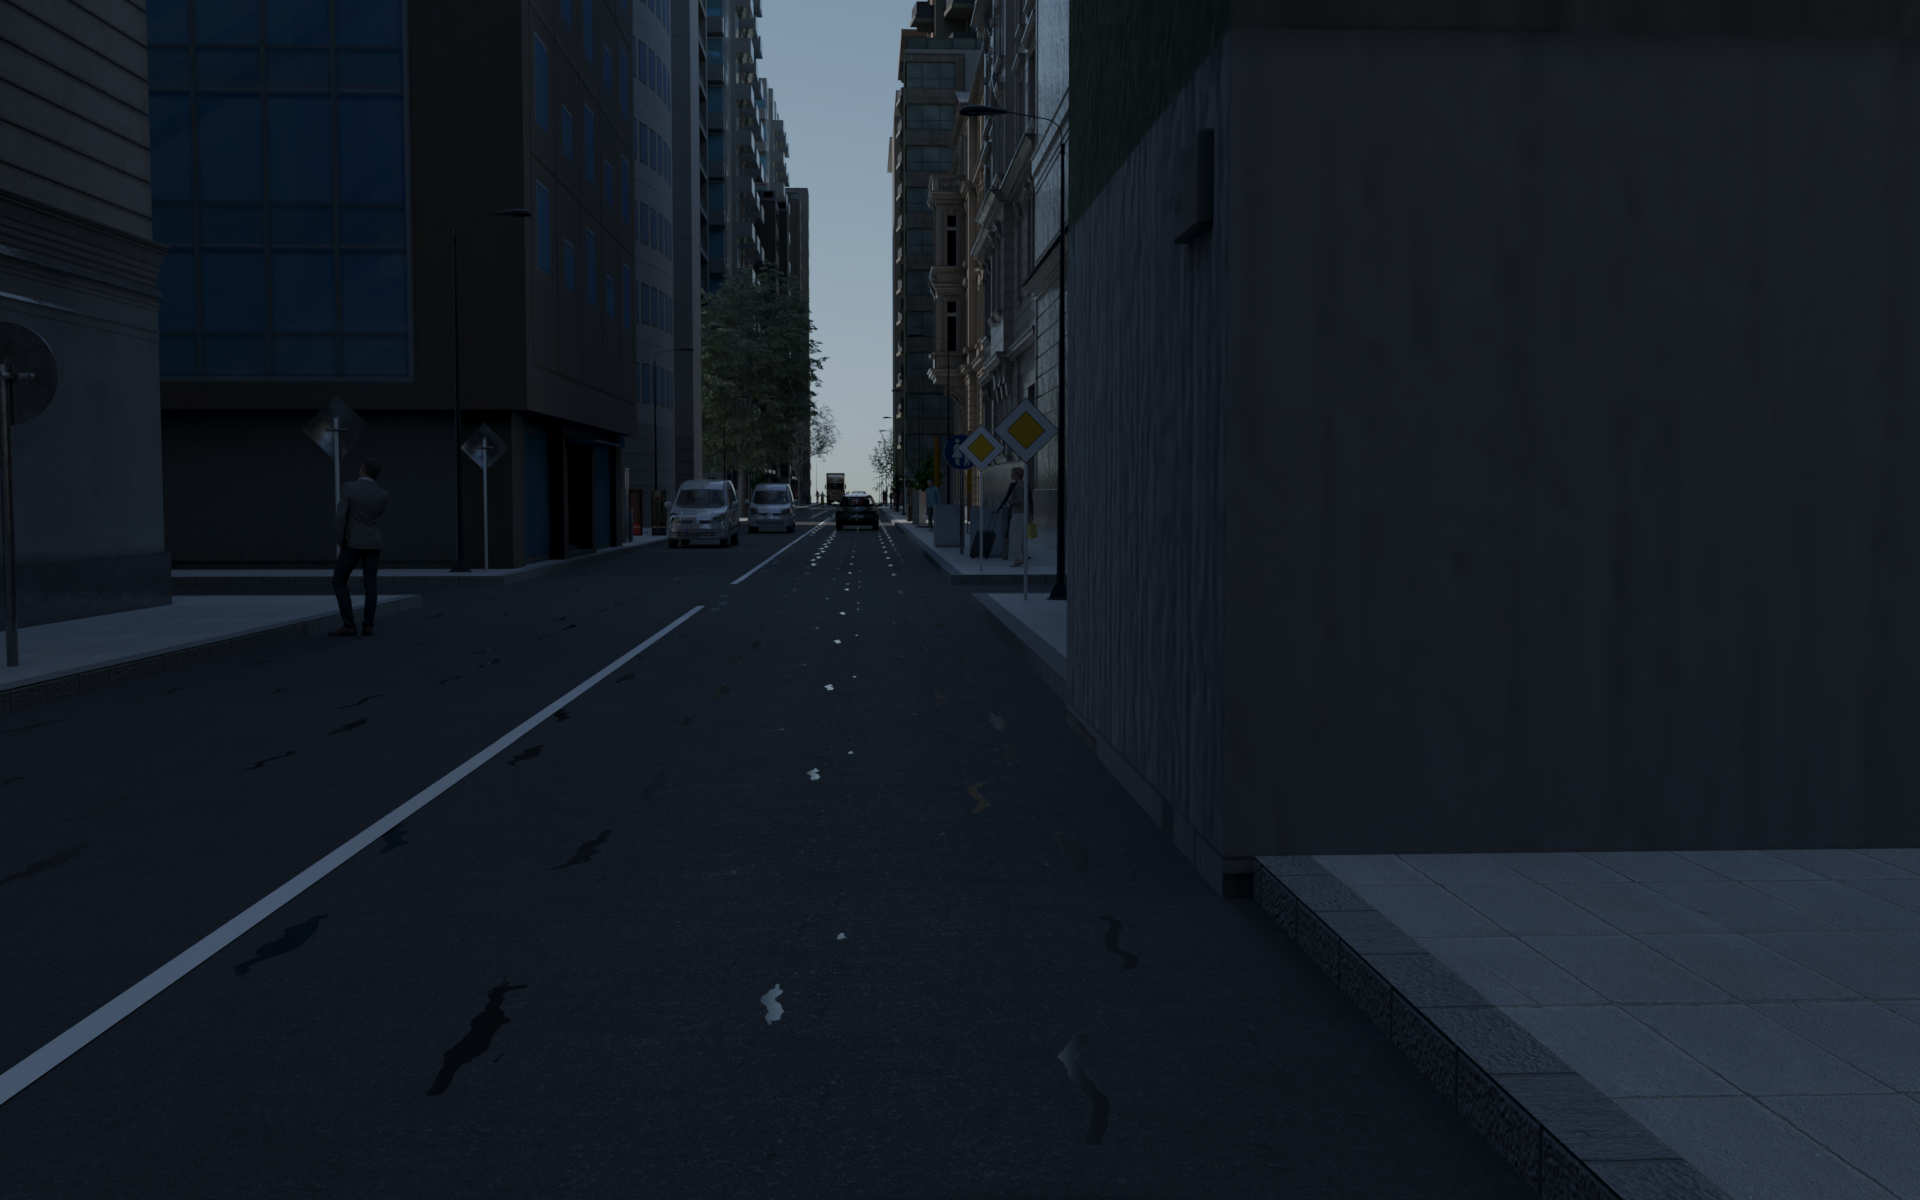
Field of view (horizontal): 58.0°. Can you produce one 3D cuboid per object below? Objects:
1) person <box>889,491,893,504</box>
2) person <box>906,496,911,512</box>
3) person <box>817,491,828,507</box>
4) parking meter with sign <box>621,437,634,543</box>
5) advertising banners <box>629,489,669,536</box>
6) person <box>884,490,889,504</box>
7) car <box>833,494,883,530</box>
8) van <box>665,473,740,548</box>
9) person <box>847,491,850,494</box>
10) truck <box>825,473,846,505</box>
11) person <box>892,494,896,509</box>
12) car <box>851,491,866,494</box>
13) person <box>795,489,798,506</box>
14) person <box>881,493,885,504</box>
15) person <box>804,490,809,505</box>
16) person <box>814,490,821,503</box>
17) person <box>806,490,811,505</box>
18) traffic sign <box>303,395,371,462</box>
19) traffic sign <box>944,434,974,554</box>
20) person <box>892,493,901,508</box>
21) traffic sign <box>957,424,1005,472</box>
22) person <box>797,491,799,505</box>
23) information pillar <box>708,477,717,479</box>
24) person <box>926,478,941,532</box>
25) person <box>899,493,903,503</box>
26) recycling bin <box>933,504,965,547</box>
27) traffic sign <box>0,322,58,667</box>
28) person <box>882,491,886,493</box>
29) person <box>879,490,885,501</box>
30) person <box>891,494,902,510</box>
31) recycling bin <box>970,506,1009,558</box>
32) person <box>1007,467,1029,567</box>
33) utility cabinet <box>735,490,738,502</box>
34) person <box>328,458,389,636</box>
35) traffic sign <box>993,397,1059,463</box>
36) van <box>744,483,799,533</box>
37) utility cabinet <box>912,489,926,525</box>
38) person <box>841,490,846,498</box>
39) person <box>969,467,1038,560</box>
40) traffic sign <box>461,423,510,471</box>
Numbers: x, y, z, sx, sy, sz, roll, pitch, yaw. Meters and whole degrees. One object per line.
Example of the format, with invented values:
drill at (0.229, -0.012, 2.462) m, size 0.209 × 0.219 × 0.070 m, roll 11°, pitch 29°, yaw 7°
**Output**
person at (-9.151, -13.551, 228.133) m, size 0.617 × 1.759 × 0.750 m, roll -2°, pitch 4°, yaw -25°
person at (-2.397, -5.106, 89.517) m, size 0.794 × 1.824 × 0.713 m, roll -2°, pitch 4°, yaw -32°
person at (-14.951, -10.929, 187.916) m, size 1.217 × 1.736 × 0.721 m, roll -1°, pitch 4°, yaw -18°
parking meter with sign at (-8.963, -3.020, 45.638) m, size 0.543 × 3.016 × 1.738 m, roll 0°, pitch 4°, yaw -1°
advertising banners at (-9.988, -3.492, 53.281) m, size 2.074 × 3.025 × 0.090 m, roll 0°, pitch 4°, yaw 3°
person at (-9.080, -12.747, 214.088) m, size 0.705 × 1.869 × 1.348 m, roll -2°, pitch 4°, yaw -24°
car at (-4.128, -3.673, 69.844) m, size 2.009 × 1.686 × 4.222 m, roll 0°, pitch 4°, yaw -2°
van at (-7.037, -2.487, 47.677) m, size 2.013 × 2.044 × 4.112 m, roll 0°, pitch 4°, yaw -2°
person at (-13.130, -11.987, 204.939) m, size 0.568 × 1.767 × 0.683 m, roll -1°, pitch 4°, yaw -16°
truck at (-16.607, -14.816, 231.156) m, size 2.839 × 4.237 × 11.283 m, roll 0°, pitch 4°, yaw -4°
person at (-5.528, -8.634, 147.210) m, size 0.705 × 1.824 × 1.348 m, roll 1°, pitch 4°, yaw 22°
car at (-11.252, -11.262, 192.814) m, size 2.281 × 1.827 × 5.304 m, roll 0°, pitch 4°, yaw -2°
person at (-18.244, -11.453, 193.266) m, size 0.705 × 1.831 × 1.348 m, roll 0°, pitch 4°, yaw 1°
person at (-9.328, -12.601, 215.331) m, size 1.065 × 1.426 × 0.557 m, roll 1°, pitch 4°, yaw 18°
person at (-17.606, -11.765, 198.848) m, size 0.568 × 1.767 × 0.683 m, roll 3°, pitch 5°, yaw 44°
person at (-20.875, -15.154, 253.829) m, size 1.348 × 1.821 × 0.705 m, roll 3°, pitch 5°, yaw 41°
person at (-18.148, -12.186, 206.004) m, size 1.217 × 1.735 × 0.721 m, roll 1°, pitch 4°, yaw 20°
traffic sign at (-7.367, -1.119, 20.483) m, size 0.795 × 2.593 × 0.064 m, roll 0°, pitch 4°, yaw -3°
traffic sign at (0.038, -2.249, 36.882) m, size 0.768 × 2.556 × 0.104 m, roll 0°, pitch 4°, yaw 2°
person at (-5.228, -8.446, 144.145) m, size 0.705 × 1.822 × 1.348 m, roll 2°, pitch 4°, yaw 27°
traffic sign at (0.373, -1.633, 28.888) m, size 0.795 × 2.593 × 0.064 m, roll 0°, pitch 4°, yaw -3°
person at (-18.412, -11.626, 197.071) m, size 0.436 × 1.711 × 0.756 m, roll -2°, pitch 4°, yaw -27°
information pillar at (-10.474, -4.208, 73.299) m, size 0.304 × 2.012 × 0.304 m, roll -2°, pitch 4°, yaw -35°
person at (-0.870, -3.258, 59.329) m, size 0.660 × 1.820 × 0.620 m, roll 3°, pitch 4°, yaw 38°
person at (-6.324, -10.516, 181.213) m, size 0.697 × 1.427 × 0.421 m, roll 2°, pitch 4°, yaw 29°
recycling bin at (-0.266, -1.800, 41.986) m, size 0.722 × 1.027 × 0.722 m, roll 0°, pitch 4°, yaw -5°
traffic sign at (-7.059, -0.778, 12.827) m, size 0.768 × 2.556 × 0.104 m, roll 0°, pitch 4°, yaw 0°
person at (-9.835, -13.394, 225.841) m, size 0.445 × 1.727 × 0.742 m, roll 2°, pitch 4°, yaw 25°
person at (-9.627, -12.948, 217.677) m, size 1.348 × 1.831 × 0.705 m, roll 3°, pitch 5°, yaw 44°
person at (-4.762, -7.368, 129.730) m, size 0.991 × 1.433 × 0.599 m, roll 2°, pitch 4°, yaw 35°
recycling bin at (0.662, -1.396, 35.382) m, size 0.722 × 1.027 × 0.722 m, roll 2°, pitch 4°, yaw 25°
person at (1.011, -1.469, 30.613) m, size 0.362 × 1.759 × 0.519 m, roll 1°, pitch 4°, yaw 20°
utility cabinet at (-13.299, -5.661, 101.239) m, size 1.173 × 1.500 × 0.318 m, roll -2°, pitch 4°, yaw -31°
person at (-6.111, -0.545, 17.590) m, size 0.592 × 1.802 × 0.473 m, roll -2°, pitch 4°, yaw -32°
traffic sign at (0.815, -1.145, 20.915) m, size 0.795 × 2.593 × 0.064 m, roll 0°, pitch 4°, yaw -3°
van at (-7.042, -3.540, 64.892) m, size 2.013 × 2.044 × 4.112 m, roll 0°, pitch 4°, yaw -4°
utility cabinet at (-1.714, -3.896, 72.373) m, size 0.318 × 1.500 × 1.173 m, roll 1°, pitch 4°, yaw 14°
person at (-9.518, -8.097, 141.416) m, size 0.617 × 1.759 × 0.750 m, roll -1°, pitch 4°, yaw -22°
person at (0.888, -1.696, 33.987) m, size 0.699 × 1.804 × 1.509 m, roll -2°, pitch 4°, yaw -35°
traffic sign at (-7.810, -1.606, 28.456) m, size 0.795 × 2.593 × 0.064 m, roll 0°, pitch 4°, yaw -3°
